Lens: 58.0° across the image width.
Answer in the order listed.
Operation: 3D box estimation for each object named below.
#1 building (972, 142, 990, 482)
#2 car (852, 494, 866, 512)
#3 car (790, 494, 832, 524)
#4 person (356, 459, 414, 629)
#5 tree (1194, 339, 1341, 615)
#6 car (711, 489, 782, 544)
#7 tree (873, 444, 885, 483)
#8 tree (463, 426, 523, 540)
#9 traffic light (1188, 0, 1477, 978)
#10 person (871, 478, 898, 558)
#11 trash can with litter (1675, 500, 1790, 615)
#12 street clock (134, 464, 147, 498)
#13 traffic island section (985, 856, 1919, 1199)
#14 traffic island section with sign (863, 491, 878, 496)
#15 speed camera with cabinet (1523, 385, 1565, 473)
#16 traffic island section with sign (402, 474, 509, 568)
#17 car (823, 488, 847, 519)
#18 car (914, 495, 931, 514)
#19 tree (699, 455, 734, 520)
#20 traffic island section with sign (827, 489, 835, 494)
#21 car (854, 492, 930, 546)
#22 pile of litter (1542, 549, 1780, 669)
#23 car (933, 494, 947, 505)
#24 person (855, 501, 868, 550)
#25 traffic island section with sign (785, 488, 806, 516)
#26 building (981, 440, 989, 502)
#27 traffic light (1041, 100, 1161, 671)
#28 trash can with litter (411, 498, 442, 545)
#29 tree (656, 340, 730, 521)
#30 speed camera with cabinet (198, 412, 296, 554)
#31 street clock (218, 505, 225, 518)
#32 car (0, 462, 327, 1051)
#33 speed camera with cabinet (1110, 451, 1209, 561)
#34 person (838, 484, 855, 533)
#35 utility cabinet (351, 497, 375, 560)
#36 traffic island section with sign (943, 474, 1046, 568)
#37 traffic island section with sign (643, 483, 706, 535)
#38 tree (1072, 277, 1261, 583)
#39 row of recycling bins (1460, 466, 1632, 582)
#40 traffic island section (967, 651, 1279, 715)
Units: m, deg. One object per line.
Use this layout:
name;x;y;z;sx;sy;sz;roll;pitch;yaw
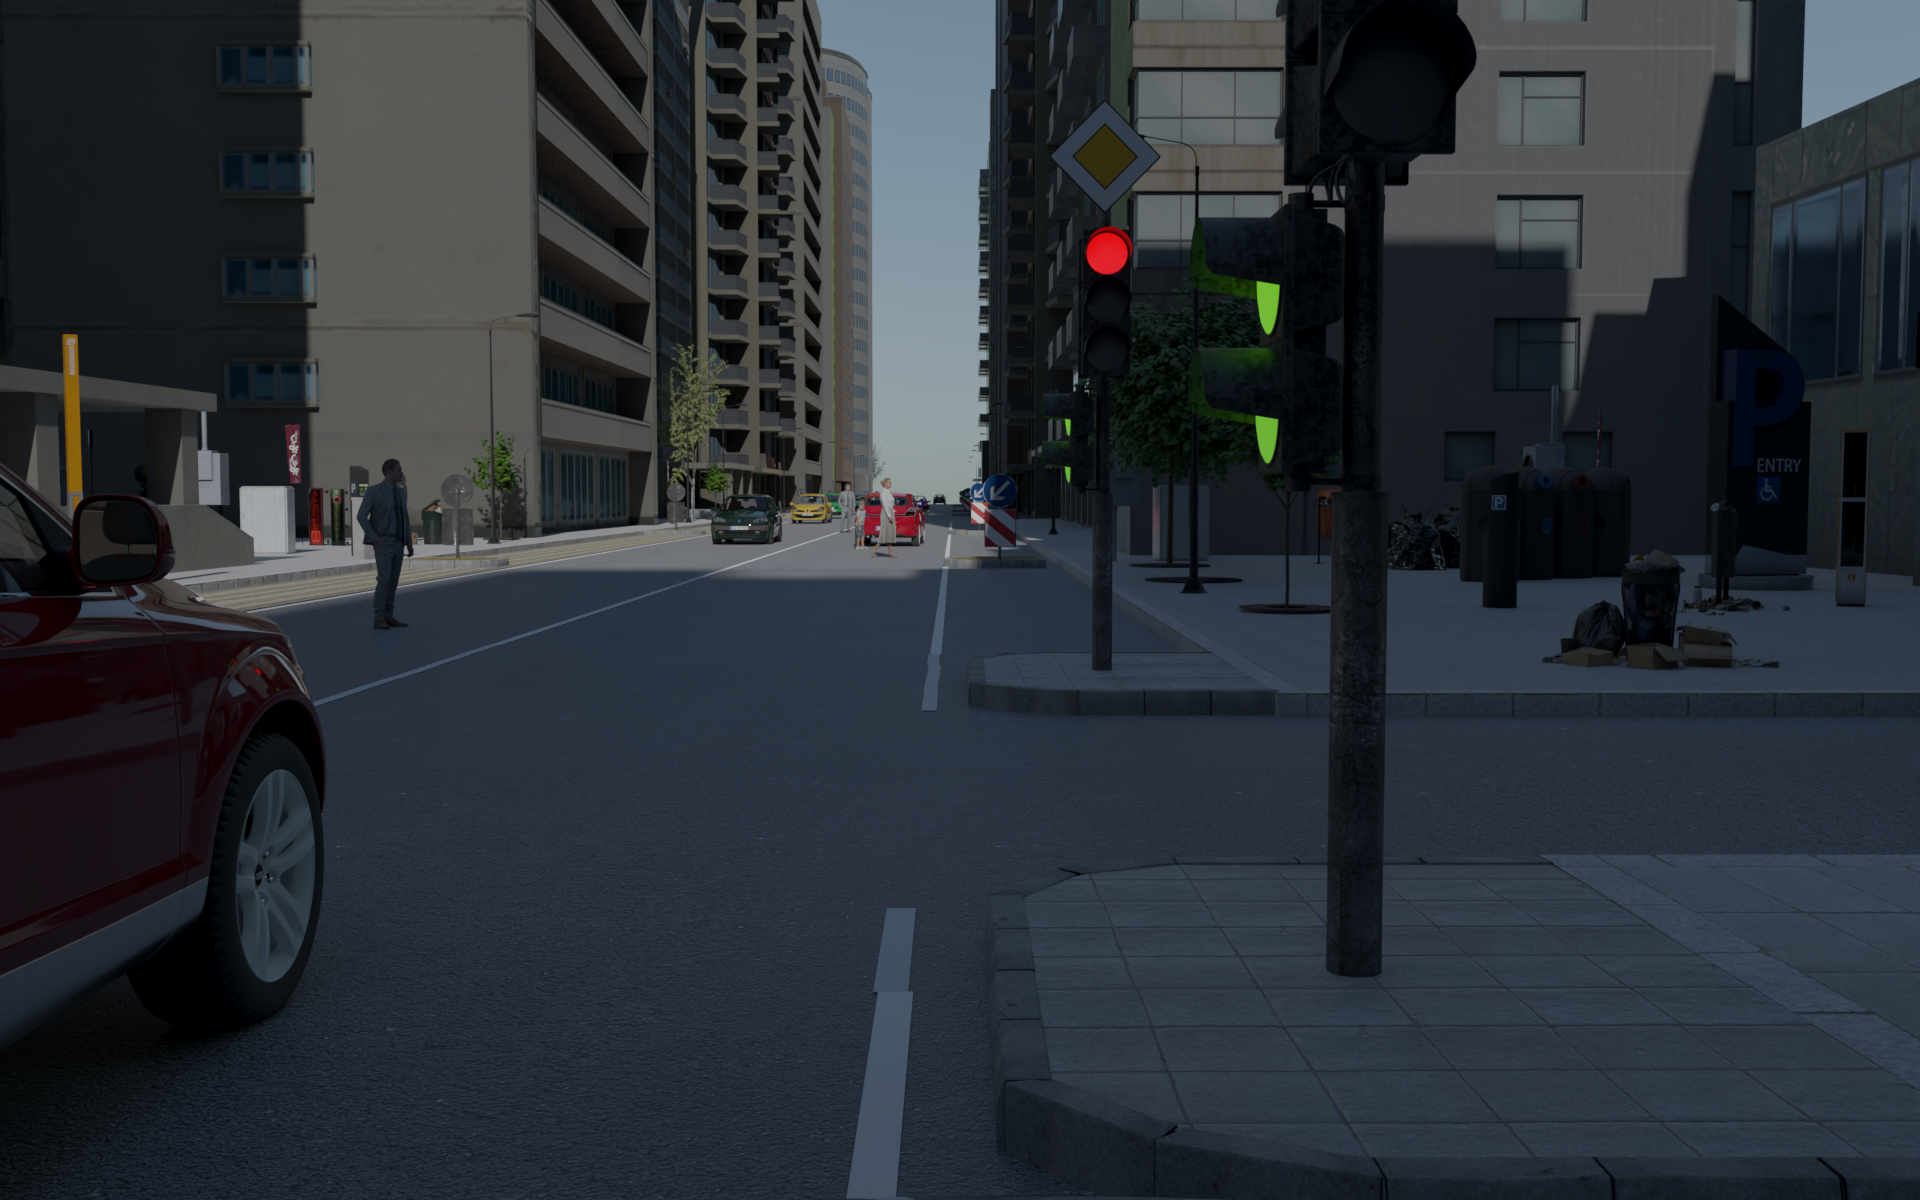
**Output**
building;13.607;-37.428;231.552;23.786;49.044;30.456;0;4;0
car;-7.294;-6.747;122.117;2.131;1.459;4.920;0;4;-2
car;-7.254;-4.560;84.784;2.015;1.641;3.980;0;4;1
person;-6.149;-0.612;18.610;0.391;1.810;0.635;1;4;16
tree;3.651;-1.476;18.737;1.663;3.219;1.824;0;3;0
car;-6.195;-2.491;50.518;2.009;1.686;4.222;0;4;0
tree;-12.683;-18.173;247.492;4.360;8.622;3.978;0;3;0
tree;-12.814;-3.301;48.573;1.663;3.219;1.824;0;3;0
traffic light;1.043;-0.956;4.552;0.839;4.253;0.868;0;4;0
person;-1.707;-1.851;38.991;0.641;1.798;0.478;1;4;22
trash can with litter;8.355;-0.507;19.350;1.678;1.210;2.233;2;4;32
street clock;-19.777;-2.293;42.060;0.358;2.002;0.471;1;4;10
traffic island section;1.083;1.077;4.666;2.009;0.180;2.903;0;4;0
traffic island section with sign;-10.495;-11.396;194.958;1.989;1.847;2.006;0;4;0
speed camera with cabinet;10.603;-2.317;32.225;0.660;3.252;2.038;0;4;-1
traffic island section with sign;-9.995;-1.556;34.074;1.989;1.847;2.006;0;4;0
car;-7.514;-5.714;102.213;1.959;1.807;4.718;0;4;-2
car;-3.066;-6.775;123.356;1.945;1.354;3.894;0;4;1
tree;-12.167;-5.603;86.218;1.663;3.219;1.824;0;3;0
traffic island section with sign;-10.324;-8.013;139.638;1.989;1.847;2.006;0;4;0
car;-1.946;-2.434;48.829;2.155;1.783;4.494;0;4;1
pile of litter;5.326;0.054;13.090;1.719;0.858;1.176;1;4;22
car;-2.811;-14.032;239.210;2.009;1.686;4.222;0;4;1
person;-2.544;-1.932;44.765;0.332;1.250;0.352;-2;4;-24
traffic island section with sign;-10.238;-6.335;112.208;1.989;1.847;2.006;0;4;0
building;13.837;-54.255;199.738;22.319;86.520;31.000;0;4;0
traffic light;1.018;-1.444;12.537;0.839;4.253;0.868;0;4;0
trash can with litter;-13.620;-1.989;43.913;1.055;1.170;0.624;-1;4;-11
tree;-12.919;-8.067;82.251;4.737;8.622;4.395;0;3;0
speed camera with cabinet;-15.382;-2.615;37.092;2.038;3.252;0.660;0;4;-4
street clock;-16.319;-2.058;38.214;0.471;2.002;0.358;3;5;45
car;-2.833;0.343;3.073;2.281;1.827;5.304;0;4;-1
speed camera with cabinet;3.741;-2.385;33.329;2.038;3.252;0.660;-1;4;-9
person;-4.189;-3.395;64.114;0.635;1.810;0.391;-1;4;-16
utility cabinet;-11.618;-1.419;34.368;0.306;1.237;1.020;1;4;17
traffic island section with sign;0.667;-1.577;34.408;1.989;1.847;2.006;0;4;0
traffic island section with sign;-10.085;-3.228;61.411;1.989;1.847;2.006;0;4;0
tree;3.454;-2.556;25.499;4.285;4.588;4.351;0;3;0
row of recycling bins;8.869;-1.172;26.269;3.534;1.692;1.069;-2;4;-35
traffic island section;1.058;0.589;12.651;2.009;0.180;2.903;0;4;0
